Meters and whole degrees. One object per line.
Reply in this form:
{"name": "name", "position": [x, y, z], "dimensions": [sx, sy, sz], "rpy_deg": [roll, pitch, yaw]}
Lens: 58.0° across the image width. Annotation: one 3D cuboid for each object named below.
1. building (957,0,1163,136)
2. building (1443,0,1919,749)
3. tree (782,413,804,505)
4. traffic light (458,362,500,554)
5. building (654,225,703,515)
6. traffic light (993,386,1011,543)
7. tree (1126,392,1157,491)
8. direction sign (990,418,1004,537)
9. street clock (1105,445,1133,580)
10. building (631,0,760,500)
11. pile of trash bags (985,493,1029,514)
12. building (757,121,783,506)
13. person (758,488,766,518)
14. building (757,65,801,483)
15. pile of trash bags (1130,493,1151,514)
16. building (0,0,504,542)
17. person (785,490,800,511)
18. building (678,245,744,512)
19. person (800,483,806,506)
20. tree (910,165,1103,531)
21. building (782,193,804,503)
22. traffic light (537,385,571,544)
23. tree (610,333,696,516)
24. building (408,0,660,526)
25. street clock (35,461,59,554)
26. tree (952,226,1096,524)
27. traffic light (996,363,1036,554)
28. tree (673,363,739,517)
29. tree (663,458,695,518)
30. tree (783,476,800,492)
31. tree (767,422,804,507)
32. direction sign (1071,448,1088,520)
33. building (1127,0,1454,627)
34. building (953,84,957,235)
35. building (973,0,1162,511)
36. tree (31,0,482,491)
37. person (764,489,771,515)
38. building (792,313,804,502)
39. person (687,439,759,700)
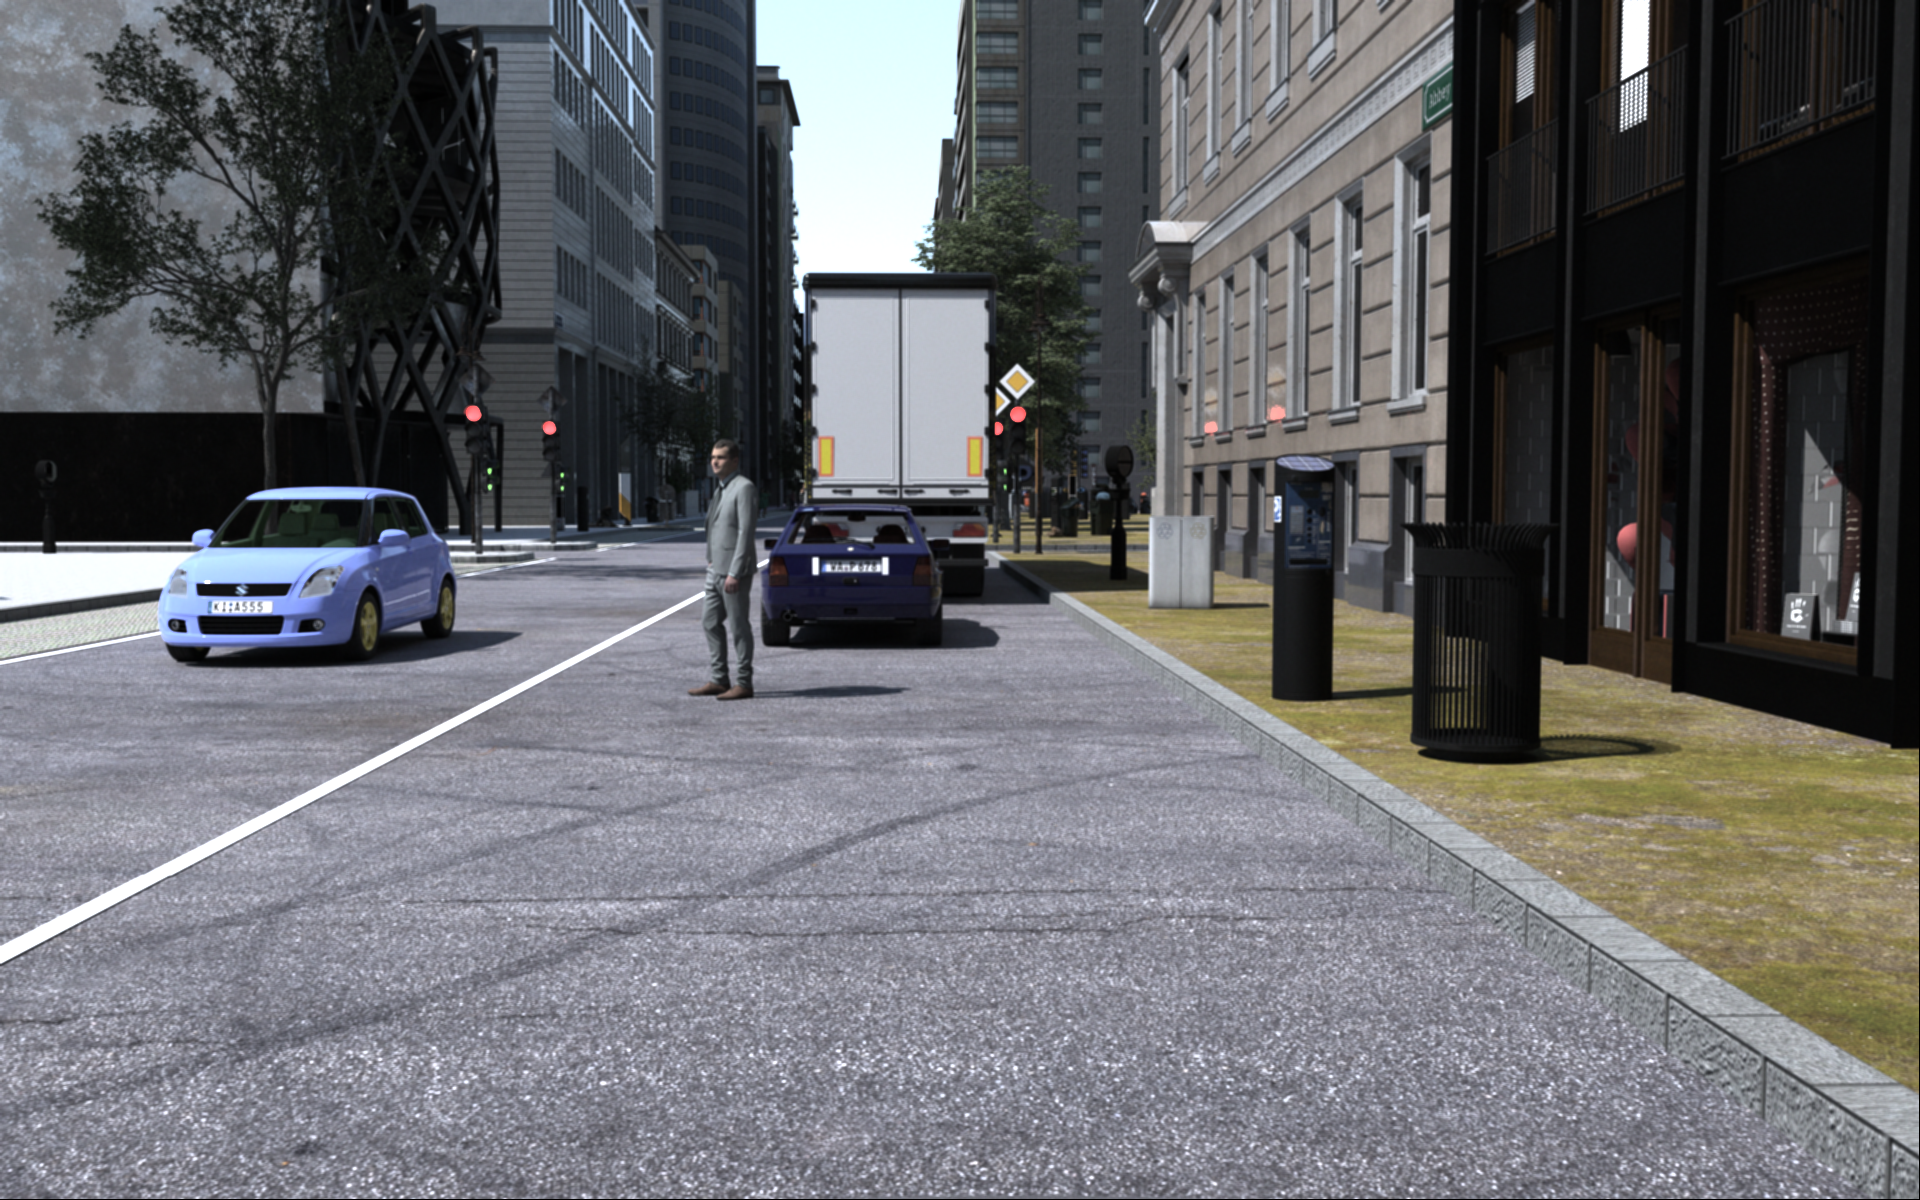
{"name": "building", "position": [10.712, -32.382, 153.150], "dimensions": [21.300, 48.544, 21.600], "rpy_deg": [0, 4, -2]}
{"name": "building", "position": [10.810, -10.865, 7.321], "dimensions": [12.332, 23.373, 15.834], "rpy_deg": [0, 4, -2]}
{"name": "tree", "position": [-18.419, -16.083, 197.362], "dimensions": [8.767, 10.594, 7.601], "rpy_deg": [0, 4, -3]}
{"name": "traffic light", "position": [-10.244, -2.931, 36.844], "dimensions": [0.839, 4.253, 0.868], "rpy_deg": [0, 4, -2]}
{"name": "building", "position": [-22.415, -14.916, 108.501], "dimensions": [10.561, 19.102, 19.286], "rpy_deg": [0, 4, -2]}
{"name": "traffic light", "position": [0.920, -3.445, 45.254], "dimensions": [0.839, 4.253, 0.868], "rpy_deg": [0, 4, -2]}
{"name": "tree", "position": [13.617, -10.259, 118.094], "dimensions": [4.737, 8.622, 4.395], "rpy_deg": [0, 3, 0]}
{"name": "direction sign", "position": [1.089, -3.663, 51.888], "dimensions": [0.379, 3.537, 0.876], "rpy_deg": [-2, 4, -26]}
{"name": "street clock", "position": [2.376, -1.304, 25.897], "dimensions": [0.358, 2.002, 0.471], "rpy_deg": [2, 4, 35]}
{"name": "building", "position": [-30.624, -37.954, 162.550], "dimensions": [21.231, 58.520, 28.212], "rpy_deg": [0, 4, -2]}
{"name": "pile of trash bags", "position": [3.201, -6.387, 114.176], "dimensions": [3.447, 1.369, 1.912], "rpy_deg": [1, 4, 23]}
{"name": "building", "position": [-26.448, -30.627, 184.352], "dimensions": [14.154, 41.232, 14.086], "rpy_deg": [0, 4, -2]}
{"name": "person", "position": [-11.805, -5.774, 103.151], "dimensions": [0.529, 1.795, 0.600], "rpy_deg": [1, 4, 14]}
{"name": "building", "position": [-34.898, -38.438, 217.707], "dimensions": [28.713, 52.752, 27.495], "rpy_deg": [0, 4, -2]}
{"name": "pile of trash bags", "position": [11.535, -6.188, 110.918], "dimensions": [1.912, 1.369, 3.447], "rpy_deg": [1, 4, 15]}
{"name": "building", "position": [-23.333, -11.412, 54.036], "dimensions": [16.820, 18.784, 16.811], "rpy_deg": [0, 4, -2]}
{"name": "person", "position": [-13.763, -8.138, 142.281], "dimensions": [1.217, 1.743, 0.721], "rpy_deg": [0, 4, -4]}
{"name": "building", "position": [-32.011, -17.699, 134.423], "dimensions": [27.650, 21.520, 28.899], "rpy_deg": [0, 4, -2]}
{"name": "person", "position": [-4.717, -2.732, 53.349], "dimensions": [0.473, 1.802, 0.592], "rpy_deg": [0, 4, -1]}
{"name": "tree", "position": [1.335, -8.689, 60.200], "dimensions": [7.486, 12.596, 7.792], "rpy_deg": [0, 3, 0]}
{"name": "building", "position": [-34.456, -38.444, 248.168], "dimensions": [23.786, 49.044, 30.456], "rpy_deg": [0, 4, -2]}
{"name": "traffic light", "position": [-10.534, -3.419, 44.824], "dimensions": [0.839, 4.253, 0.868], "rpy_deg": [0, 4, -2]}
{"name": "tree", "position": [-13.819, -7.862, 78.899], "dimensions": [4.360, 8.622, 3.978], "rpy_deg": [0, 3, 0]}
{"name": "building", "position": [-22.160, -18.708, 83.376], "dimensions": [11.434, 29.767, 29.804], "rpy_deg": [0, 4, -2]}
{"name": "street clock", "position": [-19.693, -2.008, 37.405], "dimensions": [0.358, 2.002, 0.471], "rpy_deg": [0, 4, 8]}
{"name": "tree", "position": [1.344, -9.601, 73.987], "dimensions": [9.611, 12.733, 9.660], "rpy_deg": [0, 3, 0]}
{"name": "traffic light", "position": [1.209, -2.957, 37.274], "dimensions": [0.839, 4.253, 0.868], "rpy_deg": [0, 4, -2]}
{"name": "tree", "position": [-14.592, -9.026, 97.935], "dimensions": [4.737, 8.622, 4.395], "rpy_deg": [0, 3, 0]}
{"name": "tree", "position": [-15.054, -6.019, 93.012], "dimensions": [1.663, 3.219, 1.824], "rpy_deg": [0, 3, 0]}
{"name": "tree", "position": [-18.051, -11.579, 183.915], "dimensions": [1.663, 3.219, 1.824], "rpy_deg": [0, 3, 0]}
{"name": "tree", "position": [-17.597, -13.825, 176.404], "dimensions": [4.360, 8.622, 3.978], "rpy_deg": [0, 3, 0]}
{"name": "direction sign", "position": [5.892, -5.729, 85.664], "dimensions": [0.876, 3.537, 0.379], "rpy_deg": [1, 4, 19]}
{"name": "building", "position": [10.525, -14.630, 25.101], "dimensions": [13.634, 28.700, 20.117], "rpy_deg": [0, 4, -2]}
{"name": "building", "position": [10.682, -34.222, 179.130], "dimensions": [23.786, 49.044, 30.456], "rpy_deg": [0, 4, -2]}
{"name": "building", "position": [7.934, -27.637, 135.452], "dimensions": [14.154, 41.232, 14.086], "rpy_deg": [0, 4, -2]}
{"name": "tree", "position": [-12.182, -5.831, 29.754], "dimensions": [8.767, 10.594, 7.601], "rpy_deg": [1, 4, 17]}
{"name": "person", "position": [-13.320, -6.722, 118.650], "dimensions": [0.600, 1.795, 0.529], "rpy_deg": [2, 4, 25]}
{"name": "building", "position": [-30.026, -30.547, 271.150], "dimensions": [14.160, 30.474, 14.107], "rpy_deg": [0, 4, -2]}
{"name": "person", "position": [-1.610, -0.217, 12.146], "dimensions": [0.391, 1.810, 0.635], "rpy_deg": [-2, 4, -35]}
